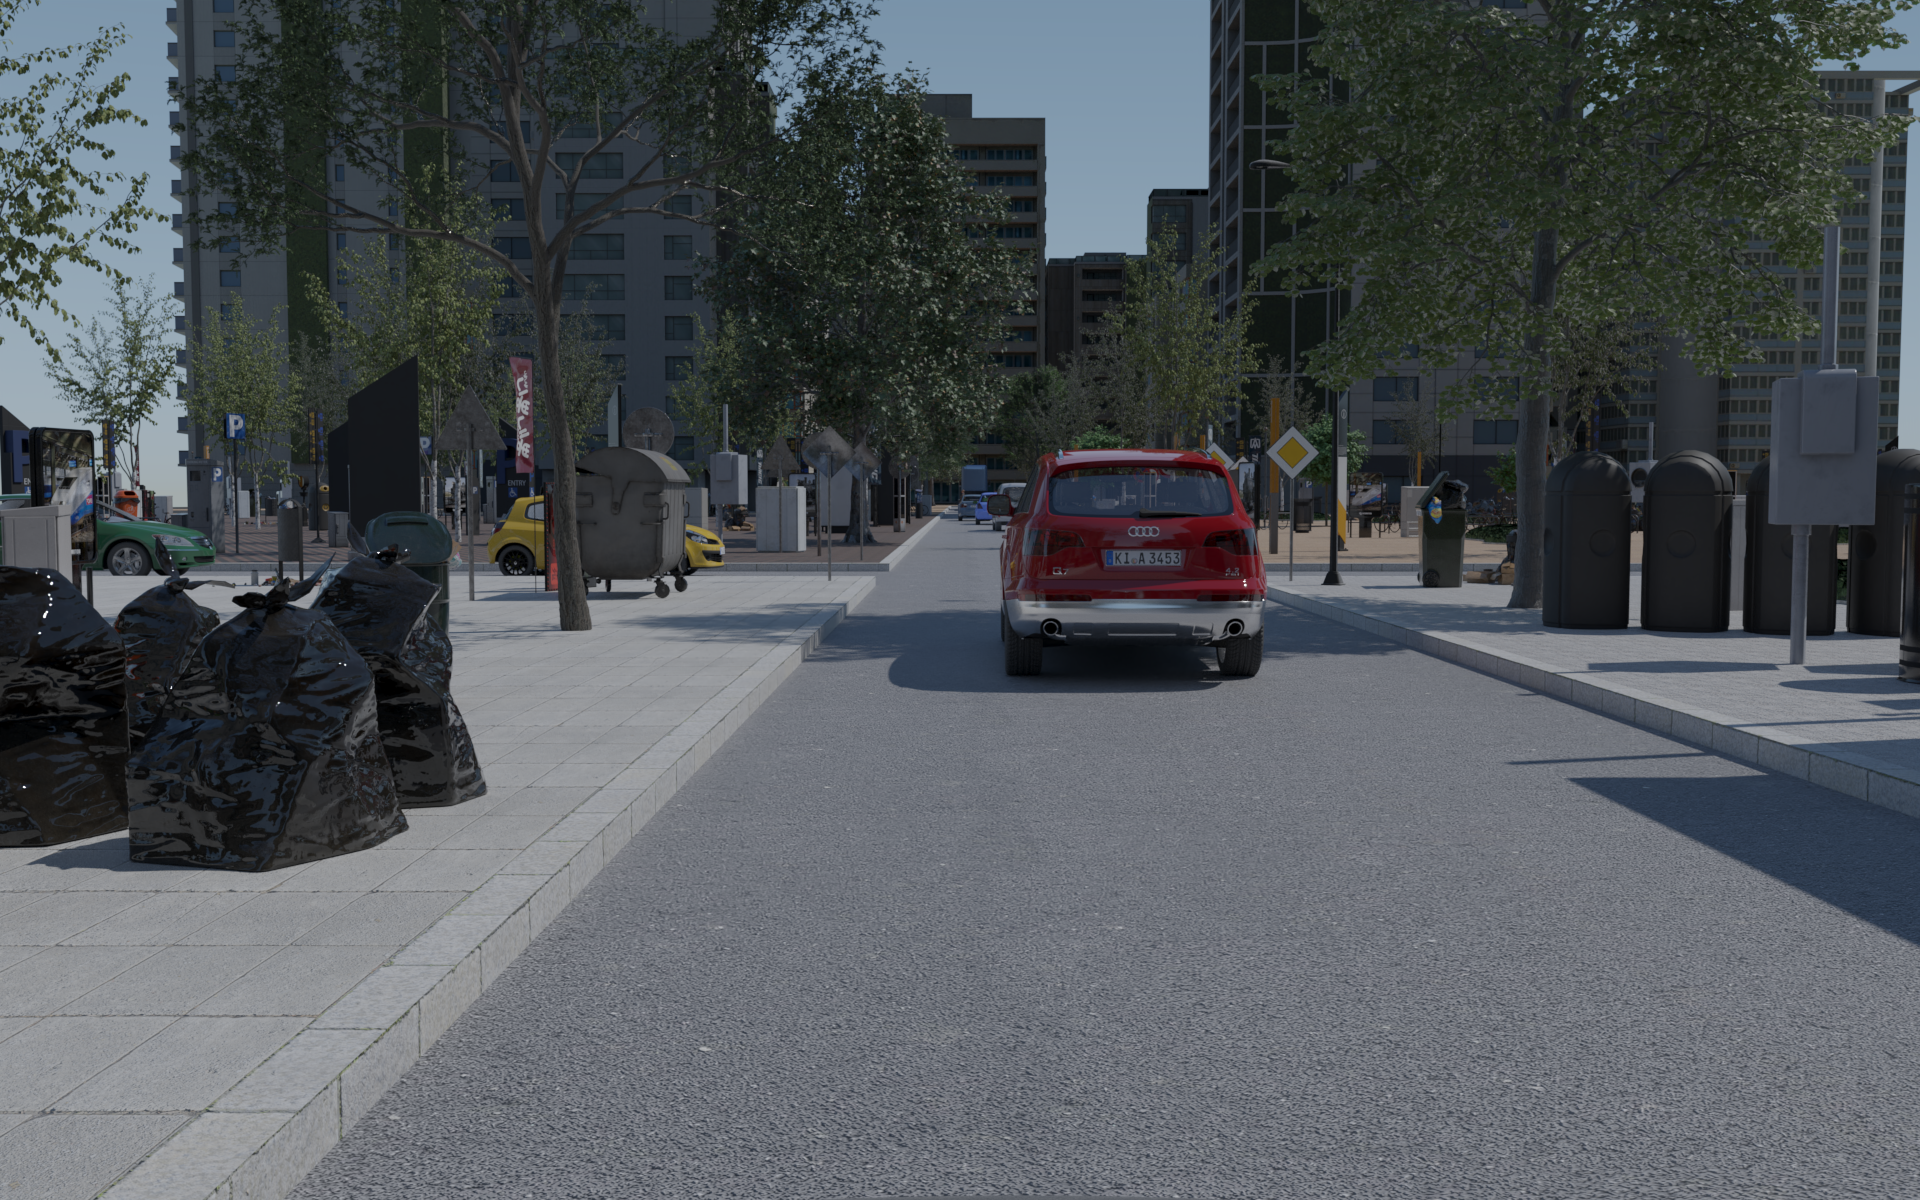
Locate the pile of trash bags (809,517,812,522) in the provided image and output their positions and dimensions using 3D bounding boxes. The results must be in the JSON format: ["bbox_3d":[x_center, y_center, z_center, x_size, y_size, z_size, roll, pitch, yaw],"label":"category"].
[{"bbox_3d":[-6.757,-4.269,79.555,1.912,1.369,3.447,0,4,0],"label":"pile of trash bags"}]

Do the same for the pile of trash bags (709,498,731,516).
[{"bbox_3d":[-15.328,-5.990,107.683,3.447,1.369,1.912,-3,5,-43],"label":"pile of trash bags"}]

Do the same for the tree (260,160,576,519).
[{"bbox_3d":[-11.753,-5.345,37.748,4.737,8.622,4.395,0,3,0],"label":"tree"}]

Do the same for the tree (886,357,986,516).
[{"bbox_3d":[-2.157,-12.063,115.356,7.486,12.596,7.792,0,3,0],"label":"tree"}]

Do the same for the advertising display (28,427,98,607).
[{"bbox_3d":[-8.793,-0.722,17.018,0.123,1.923,0.974,0,4,2],"label":"advertising display"}]

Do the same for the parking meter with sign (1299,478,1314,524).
[{"bbox_3d":[15.116,-4.847,75.508,0.543,3.016,1.738,0,4,-7],"label":"parking meter with sign"}]

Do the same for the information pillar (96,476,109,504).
[{"bbox_3d":[-35.183,-4.077,71.147,0.304,2.012,0.304,1,4,18],"label":"information pillar"}]

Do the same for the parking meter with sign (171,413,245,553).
[{"bbox_3d":[-16.459,-2.540,37.784,1.738,3.016,0.543,1,4,20],"label":"parking meter with sign"}]

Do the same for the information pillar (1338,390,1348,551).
[{"bbox_3d":[8.484,-2.895,38.694,0.183,3.616,0.504,3,5,45],"label":"information pillar"}]

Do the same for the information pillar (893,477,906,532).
[{"bbox_3d":[-2.039,-3.291,58.306,0.304,2.012,0.304,-3,5,-41],"label":"information pillar"}]

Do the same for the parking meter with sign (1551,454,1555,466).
[{"bbox_3d":[25.591,-4.744,73.822,0.543,3.016,1.738,1,4,11],"label":"parking meter with sign"}]

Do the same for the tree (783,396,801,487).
[{"bbox_3d":[-10.098,-8.458,88.644,4.737,8.622,4.395,0,3,0],"label":"tree"}]

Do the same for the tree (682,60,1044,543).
[{"bbox_3d":[-2.642,-7.868,45.653,9.611,12.733,9.660,0,3,0],"label":"tree"}]

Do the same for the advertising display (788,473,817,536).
[{"bbox_3d":[-4.781,-2.907,52.739,0.974,1.923,0.123,2,4,24],"label":"advertising display"}]

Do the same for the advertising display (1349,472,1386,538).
[{"bbox_3d":[11.932,-2.796,50.930,0.974,1.923,0.123,2,4,23],"label":"advertising display"}]

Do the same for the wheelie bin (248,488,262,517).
[{"bbox_3d":[-39.636,-5.466,97.277,0.693,1.594,0.980,2,4,24],"label":"wheelie bin"}]

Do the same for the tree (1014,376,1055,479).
[{"bbox_3d":[5.473,-8.300,86.075,4.360,8.622,3.978,0,3,0],"label":"tree"}]

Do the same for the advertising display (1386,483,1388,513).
[{"bbox_3d":[24.168,-5.745,99.152,0.123,1.923,0.974,-1,4,-19],"label":"advertising display"}]

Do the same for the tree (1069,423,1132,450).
[{"bbox_3d":[6.458,-5.912,80.375,4.285,4.588,4.351,0,3,0],"label":"tree"}]

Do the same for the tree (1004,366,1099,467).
[{"bbox_3d":[6.105,-11.679,125.369,8.767,10.594,7.601,-1,4,-22],"label":"tree"}]

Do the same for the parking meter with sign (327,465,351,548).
[{"bbox_3d":[-14.442,-2.797,41.999,0.543,3.016,1.738,3,5,42],"label":"parking meter with sign"}]

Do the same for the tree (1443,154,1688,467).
[{"bbox_3d":[12.829,-5.257,36.320,4.360,8.622,3.978,0,3,0],"label":"tree"}]

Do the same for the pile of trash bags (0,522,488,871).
[{"bbox_3d":[-3.648,0.161,7.116,3.447,1.369,1.912,1,4,18],"label":"pile of trash bags"}]

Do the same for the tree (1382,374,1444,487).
[{"bbox_3d":[28.129,-9.557,106.625,4.360,8.622,3.978,0,3,0],"label":"tree"}]

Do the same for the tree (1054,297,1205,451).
[{"bbox_3d":[6.426,-7.032,65.327,4.360,8.622,3.978,0,3,0],"label":"tree"}]

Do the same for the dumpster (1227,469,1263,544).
[{"bbox_3d":[6.429,-2.155,40.988,1.264,1.857,1.865,0,4,0],"label":"dumpster"}]

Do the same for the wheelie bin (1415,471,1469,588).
[{"bbox_3d":[6.681,-0.984,23.990,0.693,1.594,0.980,1,4,8],"label":"wheelie bin"}]

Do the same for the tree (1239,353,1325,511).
[{"bbox_3d":[16.867,-8.556,90.249,4.360,8.622,3.978,0,3,0],"label":"tree"}]

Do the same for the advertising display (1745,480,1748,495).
[{"bbox_3d":[36.807,-4.574,79.996,0.974,1.923,0.123,2,4,30],"label":"advertising display"}]

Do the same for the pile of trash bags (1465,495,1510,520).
[{"bbox_3d":[25.708,-4.461,82.695,3.447,1.369,1.912,0,4,-6],"label":"pile of trash bags"}]

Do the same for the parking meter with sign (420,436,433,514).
[{"bbox_3d":[-16.548,-3.396,51.793,0.543,3.016,1.738,2,4,26],"label":"parking meter with sign"}]

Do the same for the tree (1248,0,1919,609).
[{"bbox_3d":[6.846,-6.190,19.331,7.486,12.596,7.792,0,3,0],"label":"tree"}]

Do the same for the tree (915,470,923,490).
[{"bbox_3d":[-3.258,-11.394,136.655,4.737,8.622,4.395,0,3,0],"label":"tree"}]

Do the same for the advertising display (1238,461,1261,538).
[{"bbox_3d":[5.755,-1.792,34.514,0.123,1.923,0.974,-1,4,-11],"label":"advertising display"}]

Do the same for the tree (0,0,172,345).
[{"bbox_3d":[-11.465,-4.238,19.662,4.737,8.622,4.395,0,3,0],"label":"tree"}]

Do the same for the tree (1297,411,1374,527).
[{"bbox_3d":[14.581,-5.178,68.374,4.285,4.588,4.351,0,3,0],"label":"tree"}]

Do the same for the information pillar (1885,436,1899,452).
[{"bbox_3d":[37.178,-4.758,69.153,0.504,3.616,0.183,2,4,27],"label":"information pillar"}]

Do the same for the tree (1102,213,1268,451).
[{"bbox_3d":[5.952,-5.877,46.455,4.737,8.622,4.395,0,3,0],"label":"tree"}]

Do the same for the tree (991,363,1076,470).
[{"bbox_3d":[5.922,-12.921,137.021,9.928,11.665,9.643,0,3,0],"label":"tree"}]

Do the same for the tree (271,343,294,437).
[{"bbox_3d":[-28.837,-7.788,77.690,4.360,8.622,3.978,0,3,0],"label":"tree"}]

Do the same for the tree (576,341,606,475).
[{"bbox_3d":[-18.078,-7.907,79.645,4.737,8.622,4.395,0,3,0],"label":"tree"}]

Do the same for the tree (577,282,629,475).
[{"bbox_3d":[-12.698,-6.469,56.133,4.360,8.622,3.978,0,3,0],"label":"tree"}]

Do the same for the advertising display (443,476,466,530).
[{"bbox_3d":[-18.131,-3.495,62.361,0.974,1.923,0.123,-3,5,-43],"label":"advertising display"}]

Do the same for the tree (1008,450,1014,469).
[{"bbox_3d":[6.830,-12.604,156.432,4.360,8.622,3.978,0,3,0],"label":"tree"}]

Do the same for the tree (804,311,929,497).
[{"bbox_3d":[-3.741,-6.965,64.237,4.360,8.622,3.978,0,3,0],"label":"tree"}]

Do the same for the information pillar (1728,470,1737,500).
[{"bbox_3d":[23.792,-3.002,53.579,0.304,2.012,0.304,0,4,0],"label":"information pillar"}]

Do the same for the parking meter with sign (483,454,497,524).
[{"bbox_3d":[-20.088,-4.802,74.767,0.543,3.016,1.738,-3,5,-41],"label":"parking meter with sign"}]

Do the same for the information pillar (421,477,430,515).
[{"bbox_3d":[-22.945,-4.278,74.432,0.304,2.012,0.304,-2,4,-30],"label":"information pillar"}]

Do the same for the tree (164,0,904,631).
[{"bbox_3d":[-3.960,-4.996,16.095,7.601,10.594,8.767,1,4,9],"label":"tree"}]

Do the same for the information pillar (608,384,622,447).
[{"bbox_3d":[-7.372,-2.797,37.089,0.183,3.616,0.504,-3,4,-38],"label":"information pillar"}]

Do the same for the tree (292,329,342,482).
[{"bbox_3d":[-19.256,-6.554,57.520,4.360,8.622,3.978,0,3,0],"label":"tree"}]

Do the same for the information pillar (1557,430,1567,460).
[{"bbox_3d":[21.944,-4.399,63.272,0.504,3.616,0.183,-2,4,-34],"label":"information pillar"}]

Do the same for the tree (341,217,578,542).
[{"bbox_3d":[-13.371,-5.877,46.455,4.360,8.622,3.978,0,3,0],"label":"tree"}]

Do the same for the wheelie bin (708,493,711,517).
[{"bbox_3d":[-14.418,-5.464,97.241,0.980,1.594,0.693,-3,4,-38],"label":"wheelie bin"}]

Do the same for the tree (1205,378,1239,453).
[{"bbox_3d":[15.168,-9.539,106.322,4.360,8.622,3.978,0,3,0],"label":"tree"}]

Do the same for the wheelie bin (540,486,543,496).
[{"bbox_3d":[-16.082,-3.676,68.012,0.980,1.594,0.693,-2,4,-26],"label":"wheelie bin"}]

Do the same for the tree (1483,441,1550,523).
[{"bbox_3d":[20.423,-4.233,63.810,1.663,3.219,1.824,0,3,0],"label":"tree"}]

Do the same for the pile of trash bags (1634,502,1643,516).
[{"bbox_3d":[30.993,-4.107,76.896,1.912,1.369,3.447,1,4,12],"label":"pile of trash bags"}]

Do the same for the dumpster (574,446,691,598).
[{"bbox_3d":[-4.166,-0.989,21.922,1.264,1.857,1.865,0,4,0],"label":"dumpster"}]
